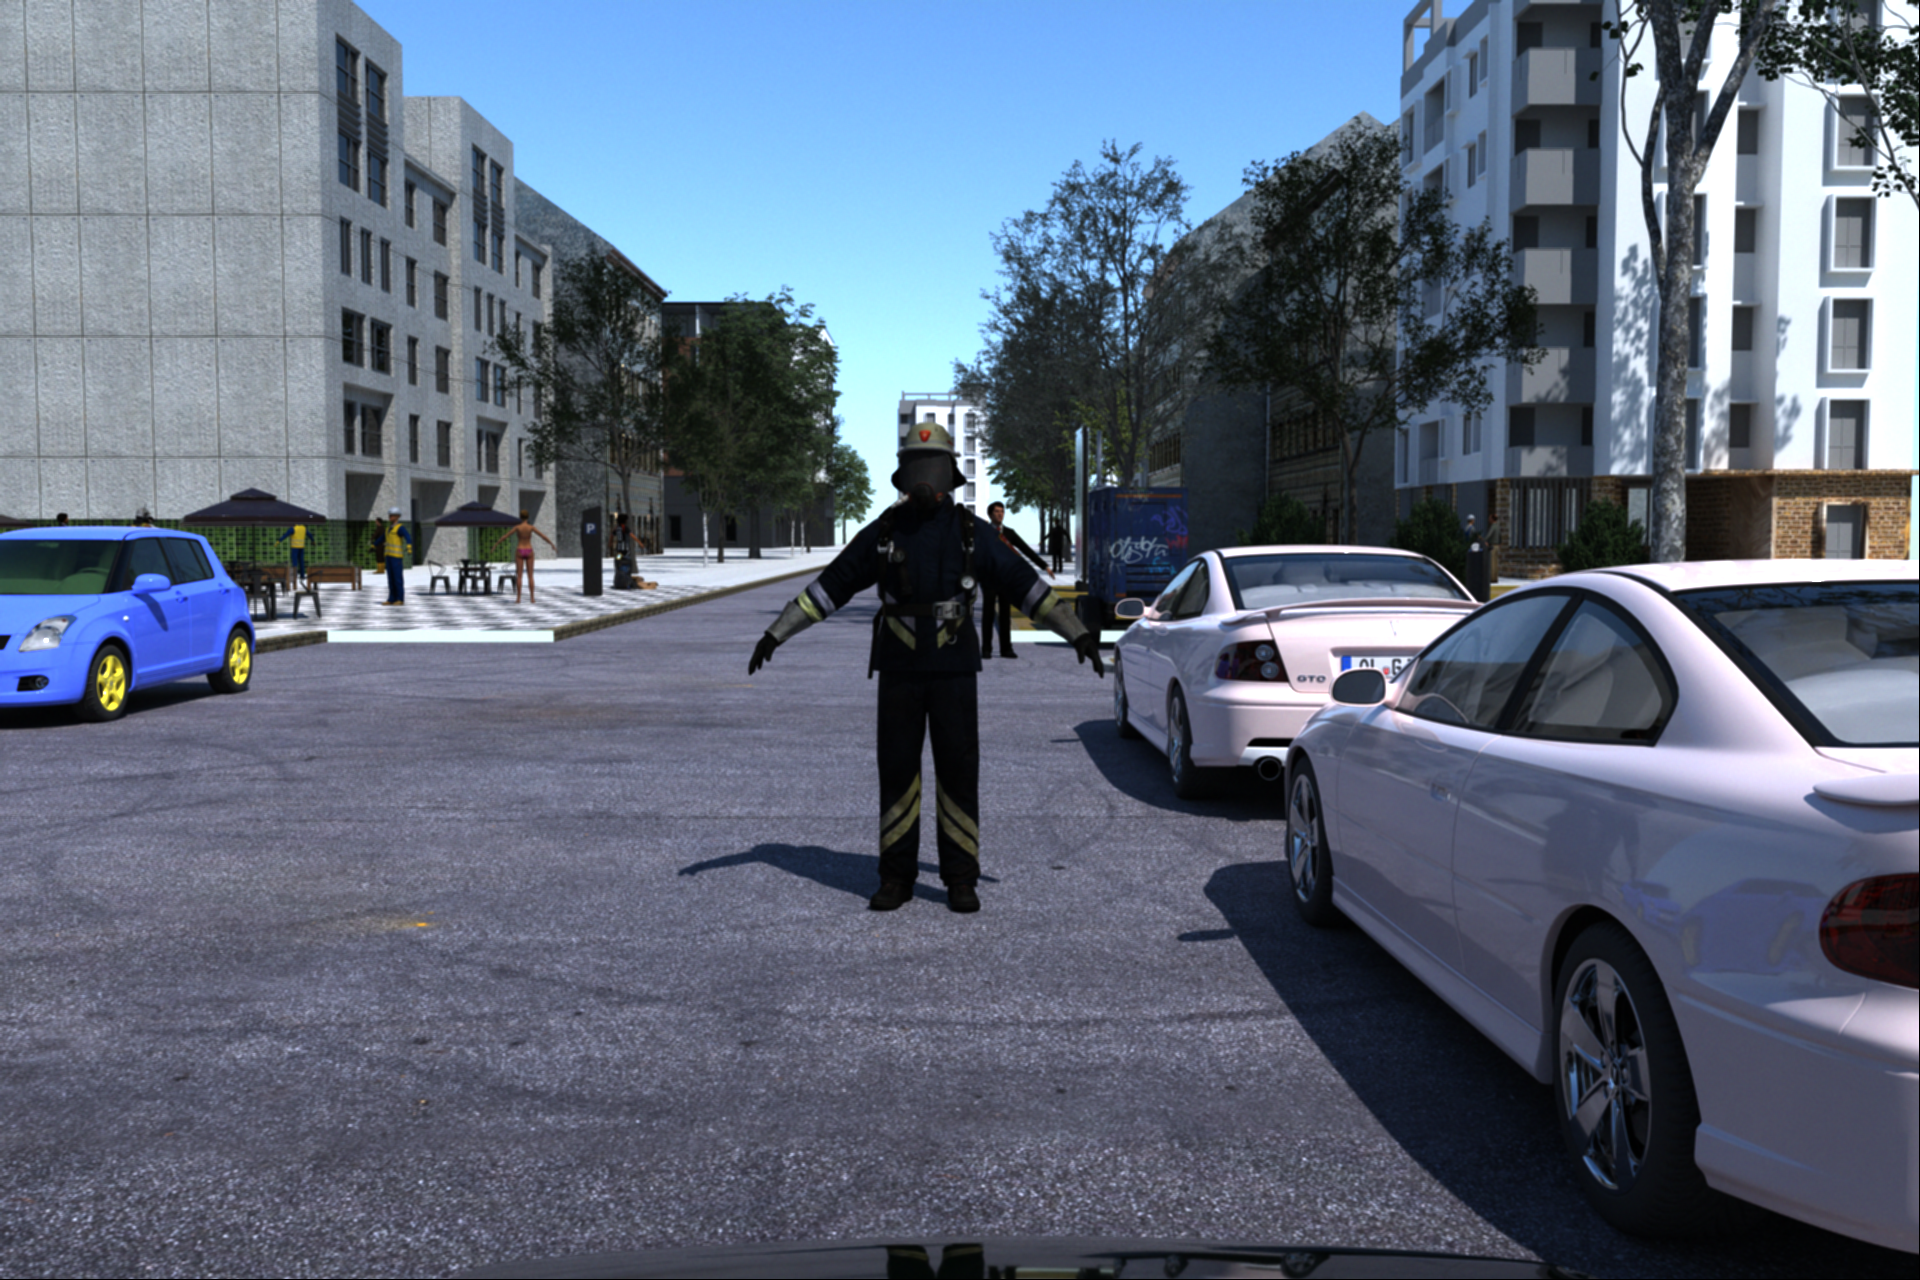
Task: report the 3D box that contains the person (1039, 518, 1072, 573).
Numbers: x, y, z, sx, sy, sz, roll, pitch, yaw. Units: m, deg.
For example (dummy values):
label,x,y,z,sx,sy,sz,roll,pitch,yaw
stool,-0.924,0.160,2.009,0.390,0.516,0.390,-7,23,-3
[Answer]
label,x,y,z,sx,sy,sz,roll,pitch,yaw
person,3.199,-3.121,57.258,1.346,1.802,0.704,-2,4,-33

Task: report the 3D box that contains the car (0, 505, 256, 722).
label,x,y,z,sx,sy,sz,roll,pitch,yaw
car,-7.307,-0.288,14.304,1.945,1.707,3.694,0,4,0

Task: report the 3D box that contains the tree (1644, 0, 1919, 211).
label,x,y,z,sx,sy,sz,roll,pitch,yaw
tree,21.976,-11.226,39.431,12.611,20.169,13.585,0,3,0

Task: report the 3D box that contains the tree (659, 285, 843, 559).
label,x,y,z,sx,sy,sz,roll,pitch,yaw
tree,-10.666,-11.137,88.741,9.857,13.997,8.962,0,3,0

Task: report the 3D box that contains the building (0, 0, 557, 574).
label,x,y,z,sx,sy,sz,roll,pitch,yaw
building,-28.511,-12.468,70.314,16.747,18.905,31.486,0,4,0

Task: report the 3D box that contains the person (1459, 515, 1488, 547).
label,x,y,z,sx,sy,sz,roll,pitch,yaw
person,14.957,-2.743,50.706,0.705,1.847,1.347,-1,4,-22

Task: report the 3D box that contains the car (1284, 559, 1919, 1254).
label,x,y,z,sx,sy,sz,roll,pitch,yaw
car,2.213,0.454,4.933,2.083,1.381,4.827,0,4,-1

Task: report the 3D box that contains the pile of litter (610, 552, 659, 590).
label,x,y,z,sx,sy,sz,roll,pitch,yaw
pile of litter,-7.637,-1.625,40.533,1.176,0.858,1.719,0,4,-1

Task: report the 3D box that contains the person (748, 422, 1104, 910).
label,x,y,z,sx,sy,sz,roll,pitch,yaw
person,-0.126,0.098,6.630,1.354,1.856,0.705,0,4,6

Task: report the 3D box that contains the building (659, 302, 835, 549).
label,x,y,z,sx,sy,sz,roll,pitch,yaw
building,-27.233,-19.873,168.891,27.936,21.610,32.646,0,4,0

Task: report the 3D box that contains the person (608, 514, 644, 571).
label,x,y,z,sx,sy,sz,roll,pitch,yaw
person,-8.971,-2.453,46.249,1.345,1.843,0.704,3,4,37

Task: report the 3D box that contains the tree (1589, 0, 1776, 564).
label,x,y,z,sx,sy,sz,roll,pitch,yaw
tree,10.083,-10.053,20.260,12.611,20.169,13.585,0,3,0

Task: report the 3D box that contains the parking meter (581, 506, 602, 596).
label,x,y,z,sx,sy,sz,roll,pitch,yaw
parking meter,-7.664,-1.854,36.023,0.399,1.863,0.255,0,4,1

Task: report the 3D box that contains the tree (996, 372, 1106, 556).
label,x,y,z,sx,sy,sz,roll,pitch,yaw
tree,5.558,-10.838,102.961,9.928,11.665,9.643,0,3,0

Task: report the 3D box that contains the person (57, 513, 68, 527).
label,x,y,z,sx,sy,sz,roll,pitch,yaw
person,-19.465,-1.901,37.802,1.216,1.740,0.721,3,4,37

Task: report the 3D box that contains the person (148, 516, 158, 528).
label,x,y,z,sx,sy,sz,roll,pitch,yaw
person,-23.916,-2.751,51.158,1.347,1.806,0.705,-2,4,-31

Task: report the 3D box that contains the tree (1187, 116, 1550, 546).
label,x,y,z,sx,sy,sz,roll,pitch,yaw
tree,8.826,-6.331,37.926,8.767,10.594,7.601,2,4,33

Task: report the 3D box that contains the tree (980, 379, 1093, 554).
label,x,y,z,sx,sy,sz,roll,pitch,yaw
tree,4.979,-11.892,112.563,7.486,12.596,7.792,0,3,0

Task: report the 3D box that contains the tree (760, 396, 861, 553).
label,x,y,z,sx,sy,sz,roll,pitch,yaw
tree,-10.528,-11.192,117.398,8.767,10.594,7.601,2,4,32

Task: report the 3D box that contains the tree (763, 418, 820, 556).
label,x,y,z,sx,sy,sz,roll,pitch,yaw
tree,-9.654,-9.185,100.537,4.360,8.622,3.978,0,3,0

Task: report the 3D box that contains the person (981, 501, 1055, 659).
label,x,y,z,sx,sy,sz,roll,pitch,yaw
person,0.435,-0.694,19.993,1.347,1.806,0.705,-1,4,-18

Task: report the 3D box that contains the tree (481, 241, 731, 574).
label,x,y,z,sx,sy,sz,roll,pitch,yaw
tree,-10.813,-7.411,55.578,7.601,10.594,8.767,1,4,21

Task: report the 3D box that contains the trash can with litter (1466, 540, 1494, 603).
label,x,y,z,sx,sy,sz,roll,pitch,yaw
trash can with litter,5.785,-0.504,19.304,1.678,1.210,2.233,0,4,0

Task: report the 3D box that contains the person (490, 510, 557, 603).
label,x,y,z,sx,sy,sz,roll,pitch,yaw
person,-8.104,-1.554,32.219,1.217,1.733,0.721,-1,4,-19

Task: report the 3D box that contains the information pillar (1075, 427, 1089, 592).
label,x,y,z,sx,sy,sz,roll,pitch,yaw
information pillar,2.740,-2.909,38.871,0.184,3.620,1.656,0,4,-1

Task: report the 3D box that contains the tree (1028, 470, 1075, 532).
label,x,y,z,sx,sy,sz,roll,pitch,yaw
tree,5.913,-10.492,121.905,4.737,8.622,4.395,0,3,0

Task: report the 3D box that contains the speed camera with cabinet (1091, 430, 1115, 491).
label,x,y,z,sx,sy,sz,roll,pitch,yaw
speed camera with cabinet,2.856,-2.327,32.379,0.660,3.252,2.038,0,4,-1

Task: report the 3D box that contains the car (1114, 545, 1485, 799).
label,x,y,z,sx,sy,sz,roll,pitch,yaw
car,2.060,0.099,10.751,2.083,1.381,4.827,0,4,-1

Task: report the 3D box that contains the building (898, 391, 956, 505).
label,x,y,z,sx,sy,sz,roll,pitch,yaw
building,-7.590,-22.153,221.077,11.380,20.090,16.016,0,4,7

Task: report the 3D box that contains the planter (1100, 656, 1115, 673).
label,x,y,z,sx,sy,sz,roll,pitch,yaw
planter,2.474,0.166,18.432,1.991,0.319,1.994,0,4,0

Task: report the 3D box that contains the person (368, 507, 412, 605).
label,x,y,z,sx,sy,sz,roll,pitch,yaw
person,-10.245,-1.511,31.173,1.216,1.772,0.721,3,4,36

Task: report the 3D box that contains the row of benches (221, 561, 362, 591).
label,x,y,z,sx,sy,sz,roll,pitch,yaw
row of benches,-15.557,-1.452,39.210,4.104,0.672,1.422,0,4,-6

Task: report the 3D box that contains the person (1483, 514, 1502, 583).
label,x,y,z,sx,sy,sz,roll,pitch,yaw
person,13.900,-2.384,45.248,0.705,1.796,1.348,3,4,39

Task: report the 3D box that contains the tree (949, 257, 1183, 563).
label,x,y,z,sx,sy,sz,roll,pitch,yaw
tree,4.713,-10.190,76.974,12.009,13.543,11.850,0,3,0

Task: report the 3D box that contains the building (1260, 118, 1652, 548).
label,x,y,z,sx,sy,sz,roll,pitch,yaw
building,25.079,-15.232,79.966,19.493,23.208,18.063,0,4,0

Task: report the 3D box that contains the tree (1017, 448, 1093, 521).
label,x,y,z,sx,sy,sz,roll,pitch,yaw
tree,11.930,-18.648,215.260,12.009,13.543,11.850,0,3,0

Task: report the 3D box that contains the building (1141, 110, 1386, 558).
label,x,y,z,sx,sy,sz,roll,pitch,yaw
building,20.968,-16.423,99.443,19.493,23.208,18.063,0,4,0

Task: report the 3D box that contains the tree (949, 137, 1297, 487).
label,x,y,z,sx,sy,sz,roll,pitch,yaw
tree,5.149,-8.743,53.322,12.009,13.543,11.850,0,3,0

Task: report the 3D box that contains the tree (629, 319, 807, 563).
label,x,y,z,sx,sy,sz,roll,pitch,yaw
tree,-10.656,-8.662,76.042,8.767,10.594,7.601,0,4,5

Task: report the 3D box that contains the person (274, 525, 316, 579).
label,x,y,z,sx,sy,sz,roll,pitch,yaw
person,-18.942,-2.661,49.473,0.705,1.833,1.349,2,4,33

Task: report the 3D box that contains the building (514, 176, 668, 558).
label,x,y,z,sx,sy,sz,roll,pitch,yaw
building,-27.993,-16.458,100.010,19.493,23.208,18.063,0,4,-1

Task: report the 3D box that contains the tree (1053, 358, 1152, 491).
label,x,y,z,sx,sy,sz,roll,pitch,yaw
tree,5.717,-7.162,67.462,4.737,8.622,4.395,0,3,0

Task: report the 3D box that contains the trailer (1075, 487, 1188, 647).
label,x,y,z,sx,sy,sz,roll,pitch,yaw
trailer,2.244,-0.971,22.925,1.471,1.999,3.904,0,4,-1

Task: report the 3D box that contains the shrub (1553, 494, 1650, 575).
label,x,y,z,sx,sy,sz,roll,pitch,yaw
shrub,11.965,-1.703,32.270,1.690,2.028,1.600,0,3,0

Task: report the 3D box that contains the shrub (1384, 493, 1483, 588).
label,x,y,z,sx,sy,sz,roll,pitch,yaw
shrub,8.527,-1.639,31.223,1.690,2.028,1.600,0,3,0

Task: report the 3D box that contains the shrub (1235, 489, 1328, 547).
label,x,y,z,sx,sy,sz,roll,pitch,yaw
shrub,5.680,-1.620,30.521,1.661,2.075,1.752,0,3,0

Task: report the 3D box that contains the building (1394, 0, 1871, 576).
label,x,y,z,sx,sy,sz,roll,pitch,yaw
building,20.928,-12.533,61.331,16.016,20.090,11.380,0,4,0

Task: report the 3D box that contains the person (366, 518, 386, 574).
label,x,y,z,sx,sy,sz,roll,pitch,yaw
person,-18.724,-3.037,55.799,0.704,1.812,1.346,0,4,6

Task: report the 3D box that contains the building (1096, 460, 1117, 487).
label,x,y,z,sx,sy,sz,roll,pitch,yaw
building,20.924,-15.453,194.808,9.099,9.664,28.070,0,4,0

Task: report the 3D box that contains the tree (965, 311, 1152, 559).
label,x,y,z,sx,sy,sz,roll,pitch,yaw
tree,5.322,-11.016,90.476,12.009,13.543,11.850,0,3,0

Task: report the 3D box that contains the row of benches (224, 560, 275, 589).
label,x,y,z,sx,sy,sz,roll,pitch,yaw
row of benches,-18.192,-1.552,40.840,4.104,0.672,1.422,1,4,11

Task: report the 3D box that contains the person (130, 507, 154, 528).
label,x,y,z,sx,sy,sz,roll,pitch,yaw
person,-17.355,-1.901,36.851,1.354,1.858,0.705,1,4,22

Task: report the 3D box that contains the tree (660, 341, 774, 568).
label,x,y,z,sx,sy,sz,roll,pitch,yaw
tree,-9.806,-7.057,65.747,4.360,8.622,3.978,0,3,0

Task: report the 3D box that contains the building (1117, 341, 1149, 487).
label,x,y,z,sx,sy,sz,roll,pitch,yaw
building,24.488,-18.095,162.314,16.747,18.905,31.486,0,4,0

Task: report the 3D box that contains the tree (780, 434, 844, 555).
label,x,y,z,sx,sy,sz,roll,pitch,yaw
tree,-9.976,-9.621,107.672,4.360,8.622,3.978,0,3,0

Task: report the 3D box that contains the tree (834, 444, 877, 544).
label,x,y,z,sx,sy,sz,roll,pitch,yaw
tree,-14.116,-18.273,216.890,7.486,12.596,7.792,0,3,0
